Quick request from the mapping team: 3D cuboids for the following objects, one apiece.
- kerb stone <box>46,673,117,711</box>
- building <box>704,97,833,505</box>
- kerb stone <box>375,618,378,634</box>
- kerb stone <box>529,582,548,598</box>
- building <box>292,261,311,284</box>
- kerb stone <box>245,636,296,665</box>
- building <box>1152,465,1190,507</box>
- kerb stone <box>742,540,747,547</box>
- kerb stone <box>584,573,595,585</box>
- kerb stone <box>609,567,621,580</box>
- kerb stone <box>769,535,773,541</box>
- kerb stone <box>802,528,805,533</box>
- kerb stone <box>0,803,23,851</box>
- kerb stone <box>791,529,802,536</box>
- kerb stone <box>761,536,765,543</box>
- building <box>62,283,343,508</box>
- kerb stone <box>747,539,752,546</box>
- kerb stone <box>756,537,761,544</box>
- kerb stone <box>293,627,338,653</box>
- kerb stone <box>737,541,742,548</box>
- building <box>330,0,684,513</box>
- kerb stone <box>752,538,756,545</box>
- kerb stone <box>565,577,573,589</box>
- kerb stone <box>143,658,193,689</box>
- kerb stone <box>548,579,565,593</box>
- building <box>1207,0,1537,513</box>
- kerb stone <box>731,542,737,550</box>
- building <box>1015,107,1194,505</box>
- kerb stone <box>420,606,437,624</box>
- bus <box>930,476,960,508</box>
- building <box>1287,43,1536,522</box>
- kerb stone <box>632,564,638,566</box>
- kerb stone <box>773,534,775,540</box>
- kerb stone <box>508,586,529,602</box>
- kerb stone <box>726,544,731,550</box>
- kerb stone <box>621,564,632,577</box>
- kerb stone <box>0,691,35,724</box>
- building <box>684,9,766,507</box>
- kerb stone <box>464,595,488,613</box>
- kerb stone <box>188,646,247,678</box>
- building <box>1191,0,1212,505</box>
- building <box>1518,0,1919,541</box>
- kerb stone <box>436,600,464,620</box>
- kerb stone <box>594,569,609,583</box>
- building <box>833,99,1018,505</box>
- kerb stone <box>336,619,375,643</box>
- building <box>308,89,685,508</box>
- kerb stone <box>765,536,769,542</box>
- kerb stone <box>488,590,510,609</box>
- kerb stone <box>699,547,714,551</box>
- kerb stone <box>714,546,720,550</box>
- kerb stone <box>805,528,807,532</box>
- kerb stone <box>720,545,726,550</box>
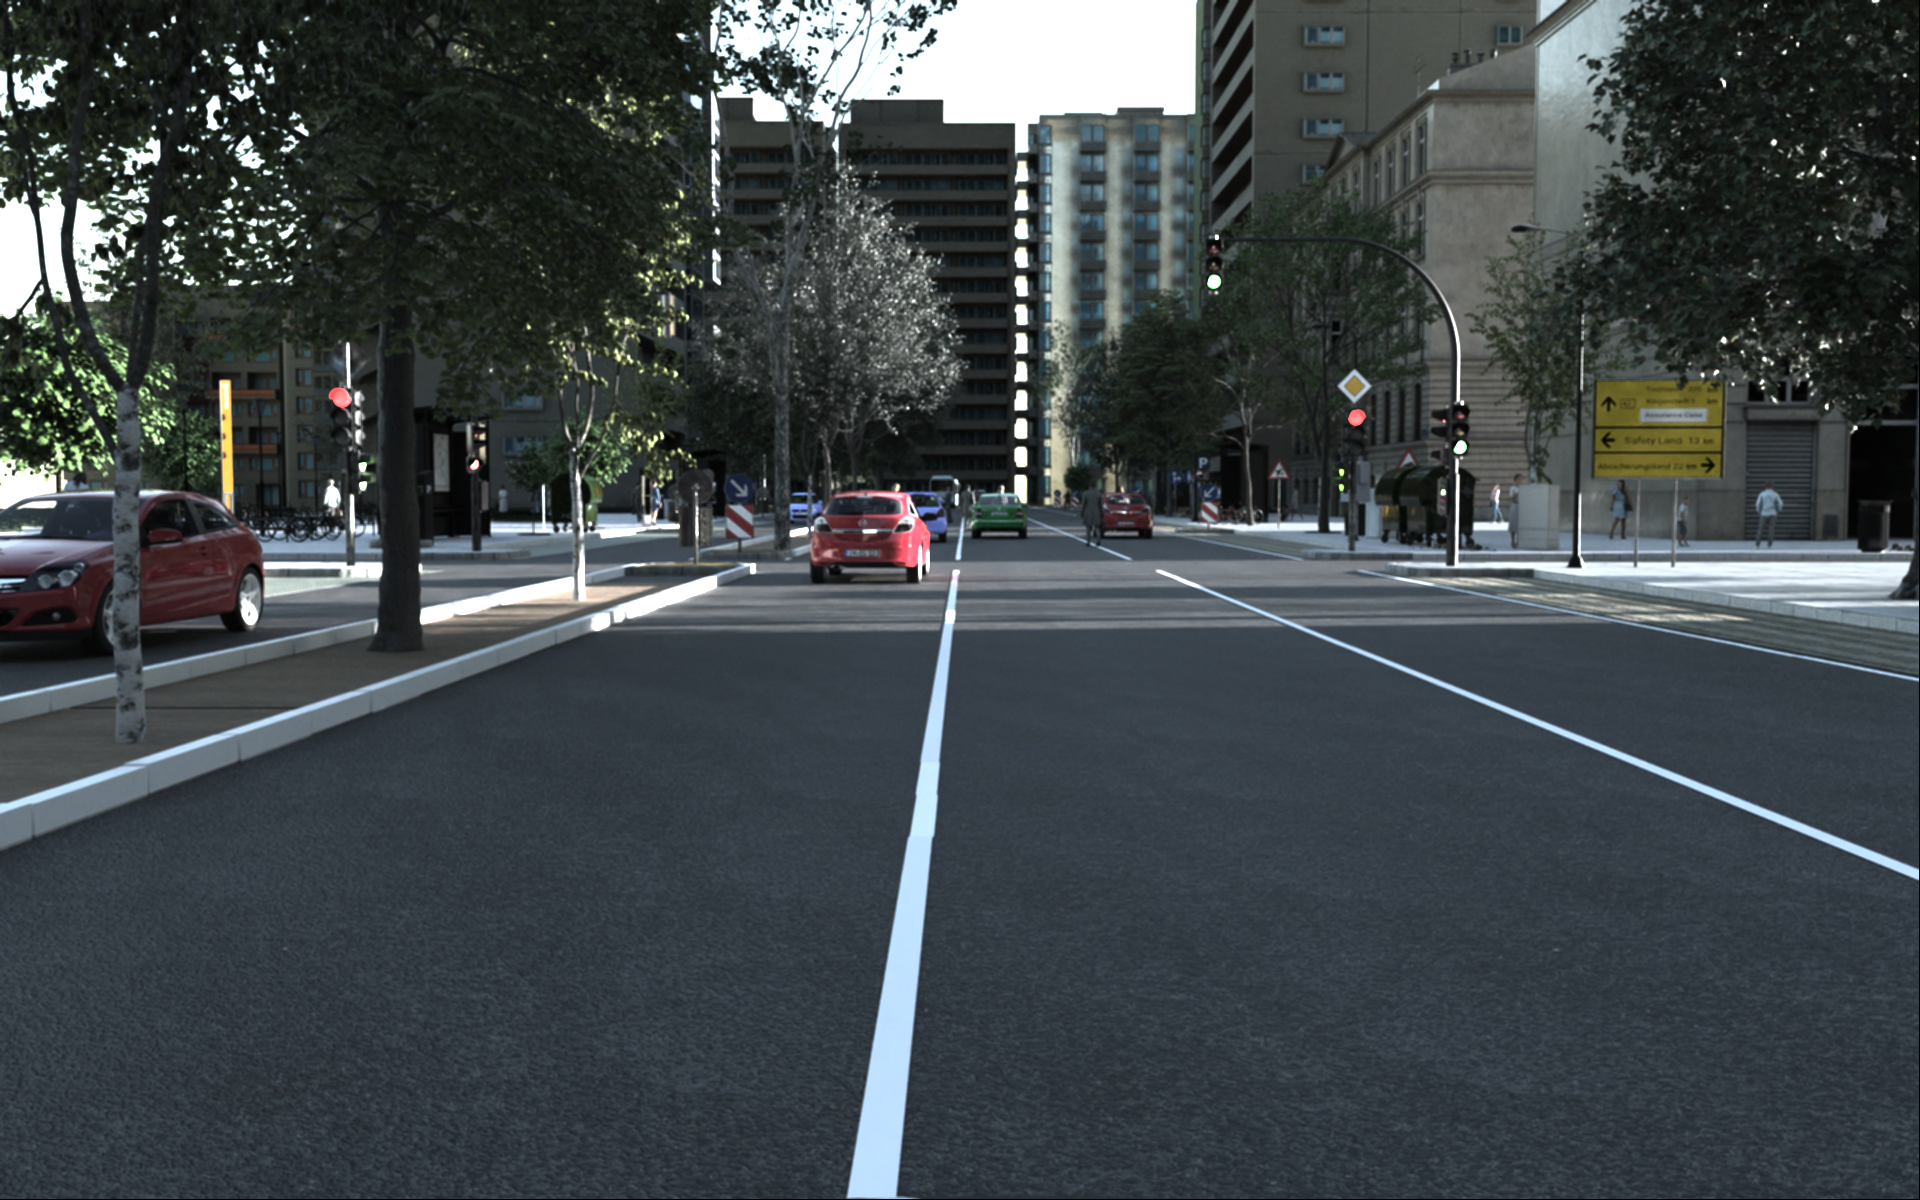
[{"bbox_3d":[-5.999,0.634,11.830,0.120,0.150,1.000,0,4,0],"label":"kerb stone"},{"bbox_3d":[-26.406,-36.172,215.109,21.600,48.544,21.300,0,4,0],"label":"building"},{"bbox_3d":[-5.981,0.262,17.969,0.120,0.150,1.000,0,4,0],"label":"kerb stone"},{"bbox_3d":[-5.961,-0.116,24.122,0.120,0.150,1.000,0,4,0],"label":"kerb stone"},{"bbox_3d":[-73.180,-26.963,212.539,14.107,30.474,14.160,0,4,0],"label":"building"},{"bbox_3d":[-5.992,0.446,14.900,0.120,0.150,1.000,0,4,0],"label":"kerb stone"},{"bbox_3d":[31.344,-52.117,164.790,22.319,86.520,31.000,0,4,0],"label":"building"},{"bbox_3d":[-5.873,-1.469,46.206,0.120,0.150,1.000,0,4,0],"label":"kerb stone"},{"bbox_3d":[-5.944,-0.301,27.200,0.120,0.150,1.000,0,4,0],"label":"kerb stone"},{"bbox_3d":[-5.933,-0.431,29.249,0.120,0.150,1.000,0,4,0],"label":"kerb stone"},{"bbox_3d":[-5.851,-1.845,52.363,0.120,0.150,1.000,0,4,0],"label":"kerb stone"},{"bbox_3d":[-5.808,-2.471,62.604,0.120,0.150,1.000,0,4,0],"label":"kerb stone"},{"bbox_3d":[-3.916,0.948,6.691,0.120,0.150,1.000,0,4,0],"label":"kerb stone"},{"bbox_3d":[-5.814,-2.409,61.582,0.120,0.150,1.000,0,4,0],"label":"kerb stone"},{"bbox_3d":[-5.859,-1.719,50.297,0.120,0.150,1.000,0,4,0],"label":"kerb stone"},{"bbox_3d":[-66.042,-19.800,168.776,28.899,21.520,27.650,0,4,0],"label":"building"},{"bbox_3d":[-5.870,-1.531,47.229,0.120,0.150,1.000,0,4,0],"label":"kerb stone"},{"bbox_3d":[-5.856,-1.655,49.275,0.120,0.150,1.000,0,4,0],"label":"kerb stone"},{"bbox_3d":[-5.983,0.384,15.925,0.120,0.150,1.000,0,4,0],"label":"kerb stone"},{"bbox_3d":[-5.877,-1.406,45.184,0.120,0.150,1.000,0,4,0],"label":"kerb stone"},{"bbox_3d":[-32.071,-30.616,124.267,21.300,48.544,21.600,0,4,0],"label":"building"},{"bbox_3d":[-5.869,-1.594,48.252,0.120,0.150,1.000,0,4,0],"label":"kerb stone"},{"bbox_3d":[-5.945,-0.243,26.171,0.120,0.150,1.000,0,4,0],"label":"kerb stone"},{"bbox_3d":[-5.999,0.571,12.856,0.120,0.150,1.000,0,4,0],"label":"kerb stone"},{"bbox_3d":[-5.952,-0.180,25.148,0.120,0.150,1.000,0,4,0],"label":"kerb stone"},{"bbox_3d":[30.223,-30.688,125.456,21.300,48.544,21.600,0,4,0],"label":"building"},{"bbox_3d":[-5.876,-1.344,44.162,0.120,0.150,1.000,0,4,0],"label":"kerb stone"},{"bbox_3d":[22.164,-36.537,216.981,30.456,49.044,23.786,0,4,0],"label":"building"},{"bbox_3d":[-5.976,0.198,18.991,0.120,0.150,1.000,0,4,0],"label":"kerb stone"},{"bbox_3d":[-1.627,-11.496,182.815,2.948,3.499,13.247,0,4,2],"label":"bus"},{"bbox_3d":[26.736,-16.940,96.057,14.460,24.649,34.723,0,4,0],"label":"building"},{"bbox_3d":[-5.930,-0.557,31.304,0.120,0.150,1.000,0,4,0],"label":"kerb stone"},{"bbox_3d":[-5.838,-1.908,53.394,0.120,0.150,1.000,0,4,0],"label":"kerb stone"},{"bbox_3d":[-5.963,-0.055,23.094,0.120,0.150,1.000,0,4,0],"label":"kerb stone"},{"bbox_3d":[-5.886,-1.280,43.126,0.120,0.150,1.000,0,4,0],"label":"kerb stone"},{"bbox_3d":[-5.929,-0.494,30.278,0.120,0.150,1.000,0,4,0],"label":"kerb stone"},{"bbox_3d":[-6.005,0.697,10.799,0.120,0.150,1.000,0,4,0],"label":"kerb stone"},{"bbox_3d":[-36.083,-52.390,169.245,31.000,86.520,22.319,0,4,0],"label":"building"},{"bbox_3d":[-5.971,0.071,21.042,0.120,0.150,1.000,0,4,0],"label":"kerb stone"},{"bbox_3d":[-6.000,0.509,13.878,0.120,0.150,1.000,0,4,0],"label":"kerb stone"},{"bbox_3d":[26.127,-28.129,143.505,14.154,41.232,14.086,0,4,0],"label":"building"},{"bbox_3d":[34.421,-13.494,53.907,30.059,22.955,16.112,0,4,0],"label":"building"},{"bbox_3d":[-5.973,0.133,20.016,0.120,0.150,1.000,0,4,0],"label":"kerb stone"},{"bbox_3d":[-5.930,-0.369,28.227,0.120,0.150,1.000,0,4,0],"label":"kerb stone"},{"bbox_3d":[-3.868,-36.232,216.092,21.600,48.544,21.300,0,4,0],"label":"building"},{"bbox_3d":[-5.986,0.321,16.947,0.120,0.150,1.000,0,4,0],"label":"kerb stone"},{"bbox_3d":[-37.288,-27.858,147.354,32.217,40.220,23.993,0,4,0],"label":"building"},{"bbox_3d":[-5.845,-1.782,51.335,0.120,0.150,1.000,0,4,0],"label":"kerb stone"},{"bbox_3d":[-5.957,0.009,22.066,0.120,0.150,1.000,0,4,0],"label":"kerb stone"},{"bbox_3d":[-5.892,-1.092,40.056,0.120,0.150,1.000,0,4,0],"label":"kerb stone"},{"bbox_3d":[-5.893,-1.155,41.079,0.120,0.150,1.000,0,4,0],"label":"kerb stone"},{"bbox_3d":[-5.813,-2.533,63.630,0.120,0.150,1.000,0,4,0],"label":"kerb stone"},{"bbox_3d":[-5.889,-1.212,42.101,0.120,0.150,1.000,0,4,0],"label":"kerb stone"}]
